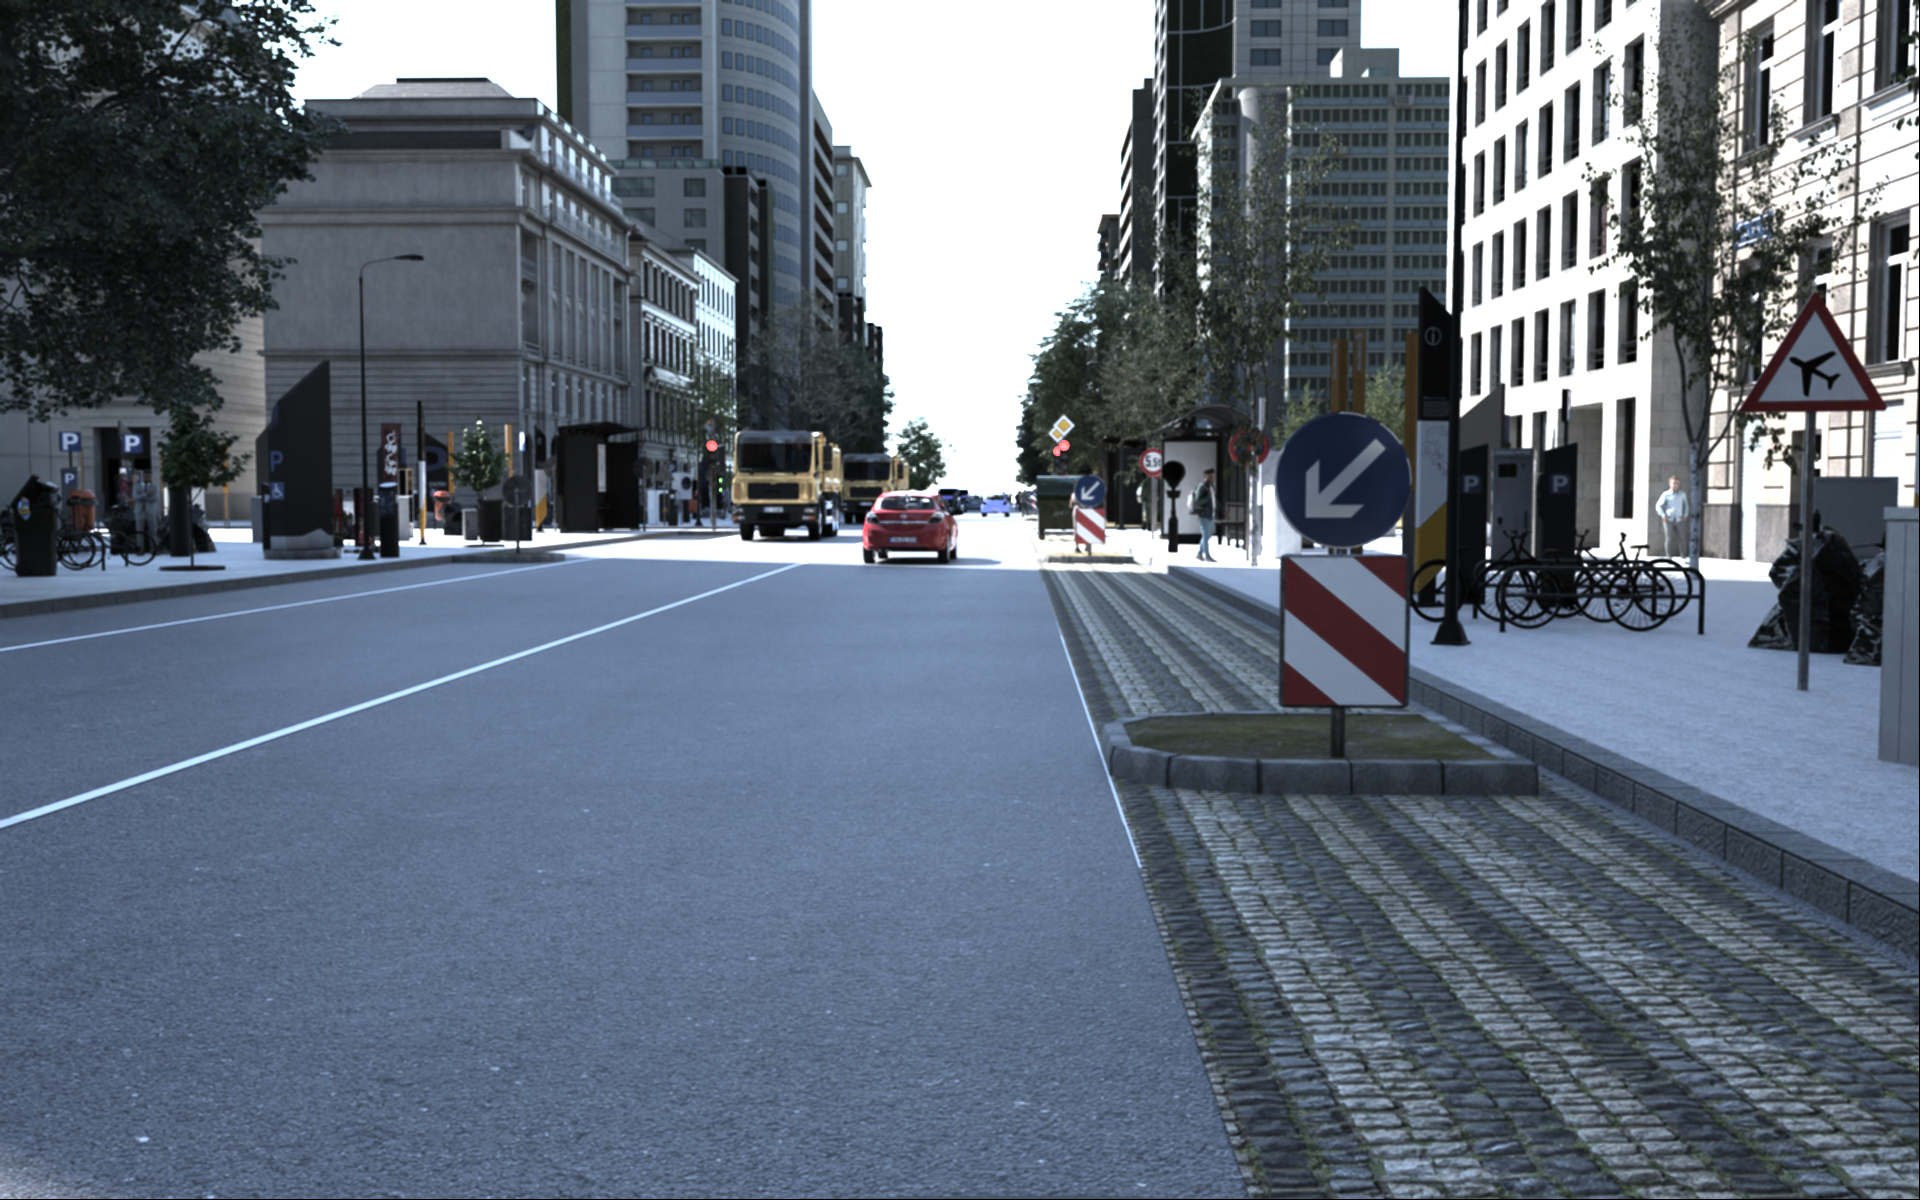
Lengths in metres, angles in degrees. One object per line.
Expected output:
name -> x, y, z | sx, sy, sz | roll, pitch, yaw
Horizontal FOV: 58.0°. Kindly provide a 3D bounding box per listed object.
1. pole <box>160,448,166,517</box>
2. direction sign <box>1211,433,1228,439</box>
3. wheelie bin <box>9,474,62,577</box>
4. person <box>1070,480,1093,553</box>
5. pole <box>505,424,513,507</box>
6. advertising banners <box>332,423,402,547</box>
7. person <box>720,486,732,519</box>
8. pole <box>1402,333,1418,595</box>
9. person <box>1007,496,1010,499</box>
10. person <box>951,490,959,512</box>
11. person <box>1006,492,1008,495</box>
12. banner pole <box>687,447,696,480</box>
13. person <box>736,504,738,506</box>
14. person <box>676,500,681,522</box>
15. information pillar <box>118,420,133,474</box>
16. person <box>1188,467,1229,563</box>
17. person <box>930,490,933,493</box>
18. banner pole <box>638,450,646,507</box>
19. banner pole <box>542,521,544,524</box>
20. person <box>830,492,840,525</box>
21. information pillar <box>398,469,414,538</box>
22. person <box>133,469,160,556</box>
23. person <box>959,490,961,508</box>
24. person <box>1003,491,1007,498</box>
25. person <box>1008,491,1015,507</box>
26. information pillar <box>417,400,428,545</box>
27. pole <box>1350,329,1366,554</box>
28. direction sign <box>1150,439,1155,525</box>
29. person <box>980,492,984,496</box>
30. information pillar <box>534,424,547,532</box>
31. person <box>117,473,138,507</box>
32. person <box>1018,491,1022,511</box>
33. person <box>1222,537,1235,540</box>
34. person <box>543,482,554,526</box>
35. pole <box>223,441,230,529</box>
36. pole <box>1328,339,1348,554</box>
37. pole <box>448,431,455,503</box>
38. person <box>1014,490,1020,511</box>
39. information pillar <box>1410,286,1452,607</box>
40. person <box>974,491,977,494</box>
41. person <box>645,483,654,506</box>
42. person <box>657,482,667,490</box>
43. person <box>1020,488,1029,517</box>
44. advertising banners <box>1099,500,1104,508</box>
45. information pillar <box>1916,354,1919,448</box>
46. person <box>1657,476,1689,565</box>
pole -> -35.442, -5.088, 77.029 | 0.158, 3.312, 0.155 | 0, 3, 0
direction sign -> 9.266, -4.242, 61.349 | 0.876, 3.537, 0.379 | 0, 4, 1
wheelie bin -> -14.486, -1.178, 27.176 | 0.693, 1.594, 0.980 | -2, 4, -24
person -> 2.925, -2.011, 41.724 | 0.374, 1.781, 0.599 | -2, 4, -31
pole -> -13.215, -3.482, 50.769 | 0.158, 3.312, 0.155 | 0, 3, 0
advertising banners -> -14.561, -2.813, 42.184 | 2.074, 3.025, 0.090 | -3, 5, -42
person -> -11.726, -4.957, 87.365 | 0.850, 1.792, 0.678 | -1, 4, -15
pole -> 5.762, -1.728, 22.094 | 0.158, 3.312, 0.155 | 0, 3, 0
person -> 3.820, -8.636, 150.525 | 1.217, 1.723, 0.721 | 0, 4, 7
person -> -0.428, -8.086, 140.984 | 0.520, 1.790, 0.573 | -3, 5, -39
person -> 6.695, -14.587, 247.098 | 0.705, 1.812, 1.348 | 3, 5, 45
banner pole -> -14.213, -6.216, 91.646 | 0.401, 3.779, 0.863 | 2, 4, 25
person -> -10.369, -4.639, 82.132 | 0.600, 1.795, 0.529 | -1, 4, -16
person -> -12.947, -4.481, 79.493 | 0.511, 1.800, 0.466 | 0, 4, 3
information pillar -> -26.626, -3.912, 55.321 | 0.183, 3.616, 0.504 | 2, 4, 25
person -> 4.616, -1.587, 32.332 | 0.721, 1.781, 0.623 | 2, 4, 23
person -> -2.985, -10.736, 183.988 | 0.705, 1.831, 1.348 | -2, 4, -27
banner pole -> -18.166, -6.674, 99.144 | 0.401, 3.779, 0.863 | 2, 4, 32
banner pole -> -17.630, -5.097, 73.356 | 0.401, 3.779, 0.863 | 0, 4, 5
person -> -5.806, -4.299, 78.568 | 0.755, 1.850, 0.659 | 2, 4, 27
information pillar -> -16.147, -2.813, 50.488 | 0.304, 2.012, 0.304 | 1, 4, 20
person -> -16.895, -1.819, 35.969 | 0.511, 1.800, 0.466 | -3, 5, -39
person -> -0.057, -10.441, 179.233 | 0.705, 1.821, 1.348 | -1, 4, -11
person -> 3.790, -8.478, 148.051 | 0.436, 1.711, 0.756 | 2, 4, 32
person -> 5.807, -11.688, 199.688 | 1.350, 1.814, 0.705 | 2, 4, 29
information pillar -> -13.513, -3.190, 43.505 | 0.183, 3.616, 0.504 | 0, 4, -7
pole -> 4.942, -1.692, 21.515 | 0.158, 3.312, 0.155 | 0, 3, 0
direction sign -> 7.965, -4.858, 71.423 | 0.379, 3.537, 0.876 | 0, 4, -1
person -> 3.017, -14.024, 238.482 | 1.217, 1.739, 0.721 | 2, 4, 25
information pillar -> -14.128, -4.098, 58.352 | 0.183, 3.616, 0.504 | 2, 4, 27
person -> -21.237, -2.337, 44.229 | 0.573, 1.828, 0.580 | 1, 4, 20
person -> 5.249, -8.495, 148.103 | 0.721, 1.736, 1.217 | -1, 4, -14
person -> 7.486, -2.559, 48.563 | 0.598, 1.740, 0.731 | -1, 4, -10
person -> -16.695, -3.893, 69.880 | 0.419, 1.800, 0.721 | -2, 4, -35
pole -> -26.665, -4.225, 62.922 | 0.158, 3.312, 0.155 | 0, 3, 0
pole -> 5.008, -1.781, 22.956 | 0.158, 3.312, 0.155 | 0, 3, 0
pole -> -16.579, -3.832, 56.494 | 0.158, 3.312, 0.155 | 0, 3, 0
person -> 5.091, -8.623, 150.015 | 0.617, 1.759, 0.750 | 1, 4, 19
information pillar -> 5.393, -1.730, 19.633 | 0.504, 3.616, 0.183 | -1, 4, -16
person -> 1.507, -9.256, 160.395 | 0.434, 1.755, 0.990 | 1, 4, 22
person -> -14.130, -4.473, 79.270 | 0.635, 1.810, 0.391 | 1, 4, 20
person -> -15.185, -5.090, 88.628 | 0.648, 1.900, 0.474 | -1, 4, -22
person -> 4.026, -6.136, 109.009 | 0.537, 1.800, 0.526 | 1, 4, 17
advertising banners -> 7.726, -5.881, 92.348 | 0.090, 3.025, 2.074 | 2, 4, 32
information pillar -> 13.517, -1.995, 23.975 | 0.504, 3.616, 0.183 | 3, 5, 39
person -> 12.986, -1.447, 31.504 | 0.589, 1.601, 0.330 | 1, 4, 13
